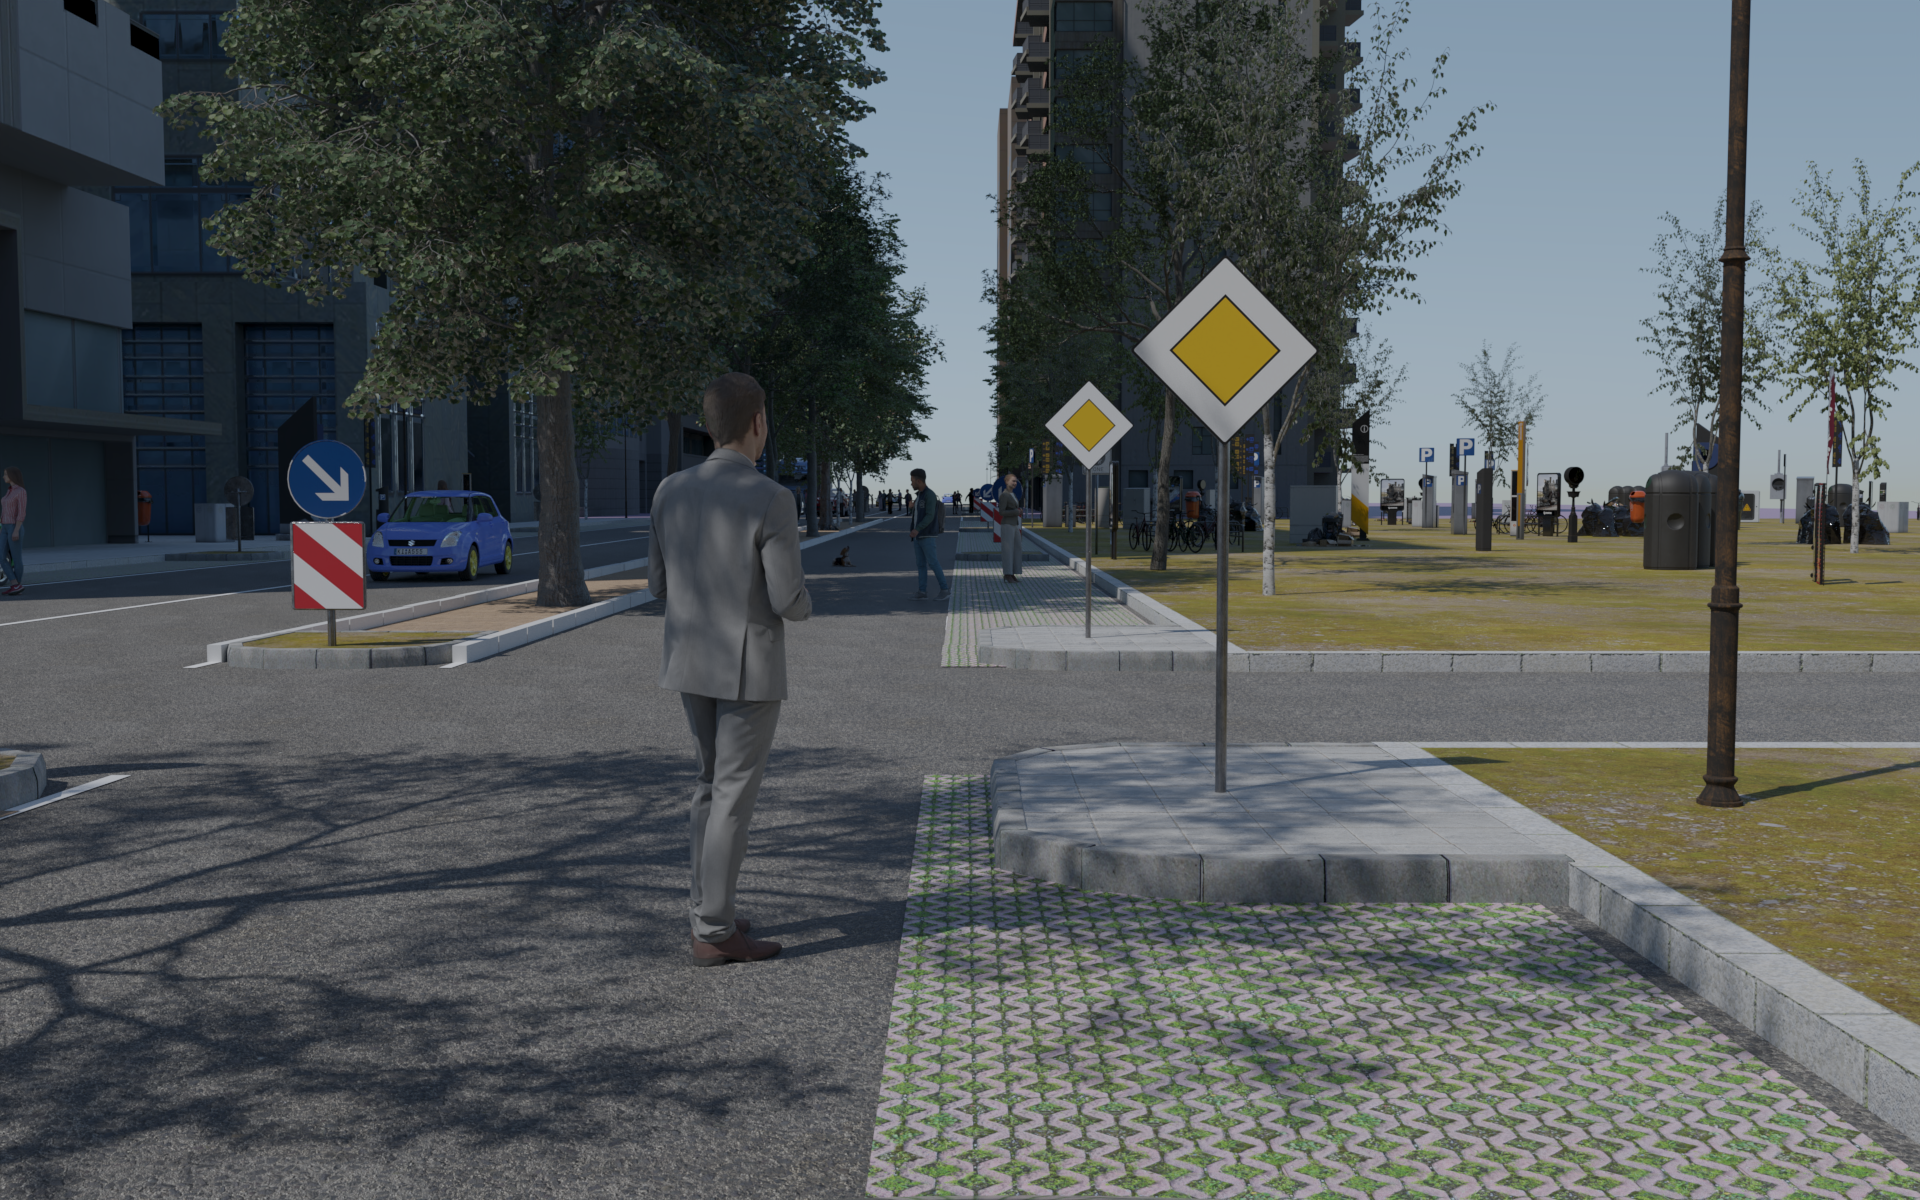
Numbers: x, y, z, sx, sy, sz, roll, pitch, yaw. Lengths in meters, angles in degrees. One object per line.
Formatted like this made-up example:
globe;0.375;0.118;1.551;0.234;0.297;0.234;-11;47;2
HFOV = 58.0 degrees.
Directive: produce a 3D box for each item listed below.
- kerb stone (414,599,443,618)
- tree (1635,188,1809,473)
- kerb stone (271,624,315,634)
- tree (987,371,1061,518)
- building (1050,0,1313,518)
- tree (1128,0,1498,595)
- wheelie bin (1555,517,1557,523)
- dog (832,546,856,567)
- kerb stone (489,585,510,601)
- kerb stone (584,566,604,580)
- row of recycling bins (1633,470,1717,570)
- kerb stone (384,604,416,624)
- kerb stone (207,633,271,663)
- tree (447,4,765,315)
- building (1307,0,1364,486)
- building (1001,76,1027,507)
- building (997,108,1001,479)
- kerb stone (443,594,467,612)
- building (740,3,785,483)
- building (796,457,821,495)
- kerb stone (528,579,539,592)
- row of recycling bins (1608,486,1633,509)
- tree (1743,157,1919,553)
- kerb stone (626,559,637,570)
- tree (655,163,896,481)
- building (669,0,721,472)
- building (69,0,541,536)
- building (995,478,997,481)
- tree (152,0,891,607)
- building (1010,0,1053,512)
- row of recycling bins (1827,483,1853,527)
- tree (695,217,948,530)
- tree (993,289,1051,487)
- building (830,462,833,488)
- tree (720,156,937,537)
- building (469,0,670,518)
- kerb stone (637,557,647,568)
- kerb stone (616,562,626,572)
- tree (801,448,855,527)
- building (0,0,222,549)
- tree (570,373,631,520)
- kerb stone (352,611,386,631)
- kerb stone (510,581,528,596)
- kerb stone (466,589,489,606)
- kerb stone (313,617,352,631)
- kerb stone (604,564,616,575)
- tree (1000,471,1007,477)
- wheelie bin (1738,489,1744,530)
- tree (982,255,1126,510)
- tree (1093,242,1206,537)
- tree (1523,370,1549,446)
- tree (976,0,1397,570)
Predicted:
kerb stone;-6.321;0.113;20.344;0.120;0.150;1.000;0;4;0
tree;18.553;-5.642;42.614;4.360;8.622;3.978;0;3;0
kerb stone;-6.326;0.366;16.248;0.120;0.150;1.000;0;4;0
tree;3.751;-8.640;91.619;4.737;8.622;4.395;0;3;0
building;12.138;-20.113;100.556;14.160;30.474;14.107;0;4;0
tree;4.115;-4.356;21.579;4.360;8.622;3.978;0;3;0
wheelie bin;25.541;-4.113;75.152;0.980;1.594;0.693;3;5;43
dog;-2.286;-0.871;34.434;0.550;0.427;0.748;0;4;6
kerb stone;-6.313;-0.075;23.417;0.120;0.150;1.000;0;4;0
kerb stone;-6.293;-0.451;29.574;0.120;0.150;1.000;0;4;0
row of recycling bins;12.837;-1.435;30.572;1.069;1.692;3.534;2;4;32
kerb stone;-6.321;0.184;19.317;0.120;0.150;1.000;0;4;0
kerb stone;-6.336;0.427;15.216;0.120;0.150;1.000;0;4;0
tree;-5.364;-5.772;31.236;8.767;10.594;7.601;0;4;0
building;15.478;-28.564;121.640;22.147;44.769;28.867;0;4;0
building;12.083;-32.578;182.768;14.600;45.320;14.200;0;4;0
building;11.234;-33.462;197.209;14.600;45.320;14.200;0;4;0
kerb stone;-6.317;0.058;21.372;0.120;0.150;1.000;0;4;0
building;-29.462;-53.584;188.764;22.319;86.520;31.000;0;4;0
building;-32.121;-23.009;221.240;27.650;21.520;28.899;0;4;0
kerb stone;-6.306;-0.200;25.465;0.120;0.150;1.000;0;4;0
row of recycling bins;32.839;-4.725;84.359;1.069;1.692;3.534;-1;4;-15
tree;19.145;-5.313;37.227;4.737;8.622;4.395;0;3;0
kerb stone;-6.287;-0.633;32.650;0.120;0.150;1.000;0;4;0
tree;-5.298;-7.310;47.739;9.928;11.665;9.643;0;3;0
building;-29.994;-30.946;129.672;21.300;48.544;21.600;0;4;0
building;-29.138;-46.065;65.836;22.319;86.520;31.000;0;4;0
building;16.533;-36.726;220.073;23.786;49.044;30.456;0;4;0
tree;-5.068;-6.883;21.656;9.857;13.997;8.962;0;3;0
building;15.628;-30.326;150.453;22.147;44.769;28.867;0;4;0
row of recycling bins;34.853;-3.752;68.453;1.069;1.692;3.534;2;4;28
tree;-5.282;-9.076;67.851;9.611;12.733;9.660;0;3;0
tree;3.479;-6.583;58.002;4.360;8.622;3.978;0;3;0
building;-25.452;-34.158;242.073;14.154;41.232;14.086;0;4;0
tree;-4.815;-8.338;56.918;7.486;12.596;7.792;0;3;0
building;-30.422;-34.372;103.976;21.231;58.520;28.212;0;4;0
kerb stone;-6.286;-0.702;33.672;0.120;0.150;1.000;0;4;0
kerb stone;-6.298;-0.574;31.618;0.120;0.150;1.000;0;4;0
tree;-5.100;-7.782;80.063;4.737;8.622;4.395;0;3;0
building;-32.449;-26.939;29.697;28.713;52.752;27.495;0;4;0
tree;-18.631;-8.326;86.488;4.737;8.622;4.395;0;3;0
kerb stone;-6.324;0.242;18.295;0.120;0.150;1.000;0;4;0
kerb stone;-6.314;-0.137;24.443;0.120;0.150;1.000;0;4;0
kerb stone;-6.317;-0.012;22.394;0.120;0.150;1.000;0;4;0
kerb stone;-6.329;0.303;17.270;0.120;0.150;1.000;0;4;0
kerb stone;-6.290;-0.514;30.596;0.120;0.150;1.000;0;4;0
tree;3.629;-9.087;143.181;1.663;3.219;1.824;0;3;0
wheelie bin;27.468;-3.290;61.692;0.980;1.594;0.693;-1;4;-13
tree;4.398;-10.051;82.459;7.486;12.596;7.792;0;3;0
tree;6.079;-6.200;51.732;4.737;8.622;4.395;0;3;0
tree;25.682;-8.095;82.717;4.360;8.622;3.978;0;3;0
tree;3.688;-5.777;28.870;7.601;10.594;8.767;1;4;9
